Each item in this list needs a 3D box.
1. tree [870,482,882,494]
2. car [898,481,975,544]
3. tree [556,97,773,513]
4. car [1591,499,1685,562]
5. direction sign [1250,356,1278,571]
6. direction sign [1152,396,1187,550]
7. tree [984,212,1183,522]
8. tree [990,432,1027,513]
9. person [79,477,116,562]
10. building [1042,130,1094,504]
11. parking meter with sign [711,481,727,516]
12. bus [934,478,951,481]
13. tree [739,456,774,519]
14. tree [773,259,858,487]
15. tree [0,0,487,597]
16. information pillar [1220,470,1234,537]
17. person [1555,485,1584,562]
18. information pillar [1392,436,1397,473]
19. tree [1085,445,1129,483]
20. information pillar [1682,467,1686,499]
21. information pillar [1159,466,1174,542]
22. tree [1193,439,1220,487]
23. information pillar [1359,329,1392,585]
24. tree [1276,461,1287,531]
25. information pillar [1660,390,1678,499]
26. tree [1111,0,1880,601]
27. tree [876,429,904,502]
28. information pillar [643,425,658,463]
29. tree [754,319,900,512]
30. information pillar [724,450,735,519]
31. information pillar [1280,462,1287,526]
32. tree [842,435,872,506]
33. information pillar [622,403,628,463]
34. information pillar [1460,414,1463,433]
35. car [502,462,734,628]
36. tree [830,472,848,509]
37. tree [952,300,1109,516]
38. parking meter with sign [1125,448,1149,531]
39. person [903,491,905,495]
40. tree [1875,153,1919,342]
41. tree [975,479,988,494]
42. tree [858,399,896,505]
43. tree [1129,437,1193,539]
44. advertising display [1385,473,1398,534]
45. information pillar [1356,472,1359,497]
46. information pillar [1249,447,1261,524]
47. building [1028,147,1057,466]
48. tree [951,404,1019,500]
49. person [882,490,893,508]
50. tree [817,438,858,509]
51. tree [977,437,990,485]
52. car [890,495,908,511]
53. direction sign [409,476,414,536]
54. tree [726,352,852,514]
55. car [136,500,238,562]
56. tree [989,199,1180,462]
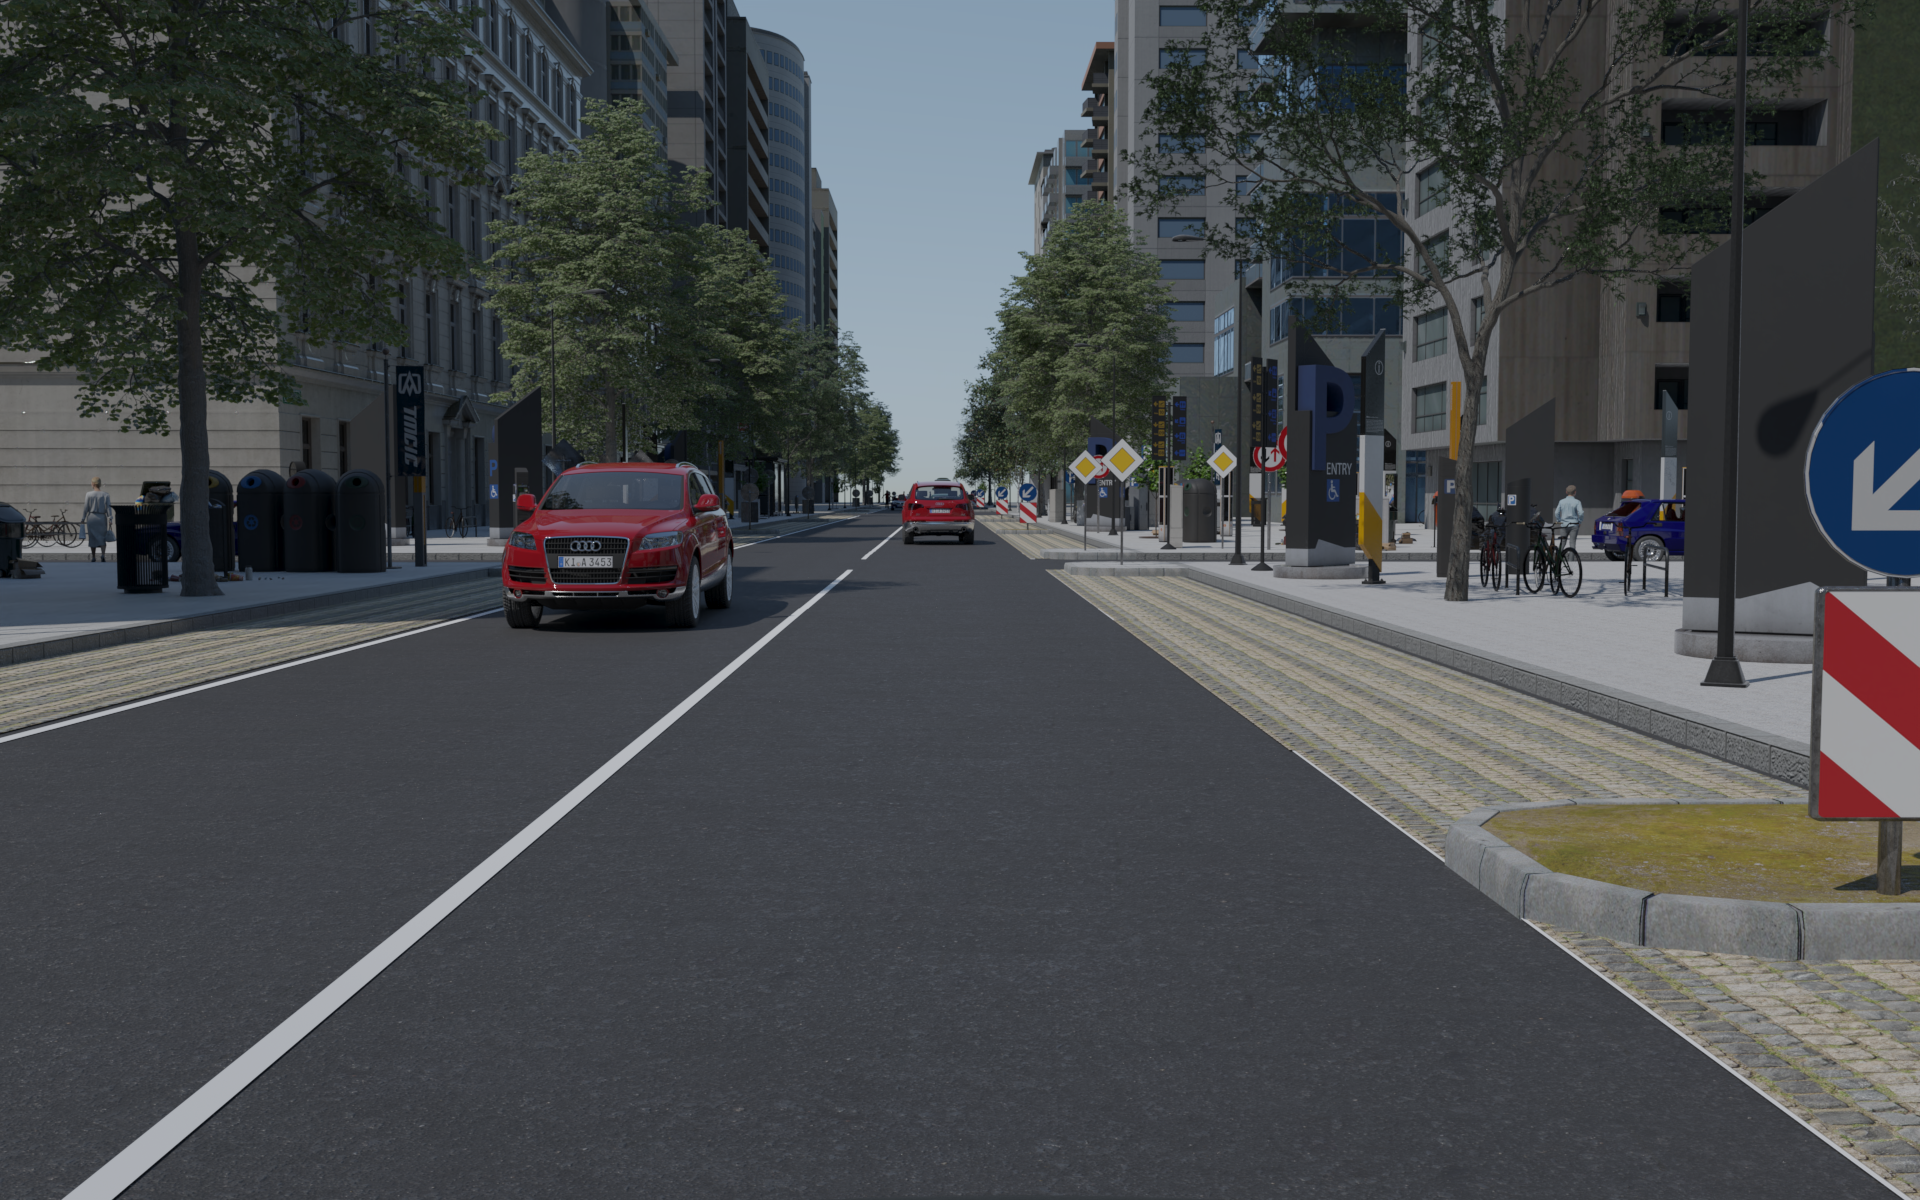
[{"bbox_3d":[-11.960,-15.655,250.552,1.663,3.219,1.824,0,3,0],"label":"tree"},{"bbox_3d":[-0.674,-2.576,50.787,2.281,1.827,5.304,0,4,-3],"label":"car"},{"bbox_3d":[-10.059,-8.047,49.694,7.486,12.596,7.792,0,3,0],"label":"tree"},{"bbox_3d":[15.130,-1.404,35.539,3.894,1.354,1.945,0,4,0],"label":"car"},{"bbox_3d":[5.065,-2.258,28.919,0.379,3.537,0.876,3,4,38],"label":"direction sign"},{"bbox_3d":[4.826,-2.937,40.016,0.876,3.537,0.379,-1,4,-20],"label":"direction sign"},{"bbox_3d":[5.468,-10.593,79.852,9.857,13.997,8.962,0,3,0],"label":"tree"},{"bbox_3d":[4.975,-11.654,140.899,4.737,8.622,4.395,0,3,0],"label":"tree"},{"bbox_3d":[-17.455,-1.598,34.981,0.694,1.780,0.624,-1,4,-18],"label":"person"},{"bbox_3d":[22.367,-37.286,229.238,23.786,49.044,30.456,0,4,-1],"label":"building"},{"bbox_3d":[-14.417,-6.528,102.999,0.543,3.016,1.738,-3,5,-43],"label":"parking meter with sign"},{"bbox_3d":[-2.571,-16.354,258.933,2.896,3.916,12.252,0,4,0],"label":"bus"},{"bbox_3d":[-10.450,-5.770,88.936,1.663,3.219,1.824,0,3,0],"label":"tree"},{"bbox_3d":[-9.830,-9.490,73.292,7.486,12.596,7.792,0,3,0],"label":"tree"},{"bbox_3d":[-9.460,-6.296,21.069,7.486,12.596,7.792,0,3,0],"label":"tree"},{"bbox_3d":[8.038,-2.918,52.194,0.304,2.012,0.304,2,4,29],"label":"information pillar"},{"bbox_3d":[12.028,-1.458,34.155,0.330,1.601,0.589,-3,5,-43],"label":"person"},{"bbox_3d":[15.267,-4.298,61.622,0.504,3.616,0.183,-1,4,-16],"label":"information pillar"},{"bbox_3d":[7.462,-6.452,89.211,4.285,4.588,4.351,0,3,0],"label":"tree"},{"bbox_3d":[19.998,-2.628,47.452,0.304,2.012,0.304,-3,4,-37],"label":"information pillar"},{"bbox_3d":[5.487,-2.542,46.054,0.304,2.012,0.304,-1,4,-23],"label":"information pillar"},{"bbox_3d":[8.508,-4.070,61.152,1.663,3.219,1.824,0,3,0],"label":"tree"},{"bbox_3d":[5.840,-2.029,24.532,0.504,3.616,0.183,-3,5,-43],"label":"information pillar"},{"bbox_3d":[11.773,-4.019,60.312,1.663,3.219,1.824,0,3,0],"label":"tree"},{"bbox_3d":[16.092,-2.935,39.347,0.504,3.616,0.183,-2,4,-34],"label":"information pillar"},{"bbox_3d":[5.895,-5.245,20.169,8.767,10.594,7.601,1,4,8],"label":"tree"},{"bbox_3d":[-12.528,-20.925,267.874,9.928,11.665,9.643,0,3,0],"label":"tree"},{"bbox_3d":[-10.219,-4.021,57.100,0.504,3.616,0.183,-1,4,-14],"label":"information pillar"},{"bbox_3d":[-11.068,-13.450,126.559,9.857,13.997,8.962,0,3,0],"label":"tree"},{"bbox_3d":[-11.708,-5.904,87.891,0.504,3.616,0.183,0,4,-3],"label":"information pillar"},{"bbox_3d":[13.141,-4.780,69.511,0.504,3.616,0.183,3,4,38],"label":"information pillar"},{"bbox_3d":[-11.730,-14.625,189.483,4.737,8.622,4.395,0,3,0],"label":"tree"},{"bbox_3d":[-8.706,-3.284,45.056,0.183,3.616,0.504,0,4,-5],"label":"information pillar"},{"bbox_3d":[14.697,-3.655,51.107,0.183,3.616,0.504,-1,4,-19],"label":"information pillar"},{"bbox_3d":[-3.865,-0.707,20.237,2.281,1.827,5.304,0,4,-1],"label":"car"},{"bbox_3d":[-10.752,-9.483,149.649,1.663,3.219,1.824,0,3,0],"label":"tree"},{"bbox_3d":[4.677,-11.279,101.419,9.611,12.733,9.660,0,3,0],"label":"tree"},{"bbox_3d":[6.305,-3.985,61.410,0.543,3.016,1.738,2,4,34],"label":"parking meter with sign"},{"bbox_3d":[-8.506,-15.643,263.900,0.705,1.869,1.348,1,4,16],"label":"person"},{"bbox_3d":[15.832,-4.615,25.816,4.360,8.622,3.978,0,3,0],"label":"tree"},{"bbox_3d":[2.983,-15.493,247.913,1.663,3.219,1.824,0,3,0],"label":"tree"},{"bbox_3d":[-11.013,-17.569,205.378,7.486,12.596,7.792,0,3,0],"label":"tree"},{"bbox_3d":[5.560,-3.399,50.173,1.663,3.219,1.824,0,3,0],"label":"tree"},{"bbox_3d":[13.467,-2.990,54.107,0.123,1.923,0.974,0,4,-2],"label":"advertising display"},{"bbox_3d":[13.204,-3.288,58.247,0.304,2.012,0.304,-1,4,-9],"label":"information pillar"},{"bbox_3d":[11.944,-4.804,69.895,0.504,3.616,0.183,1,4,12],"label":"information pillar"},{"bbox_3d":[25.147,-40.982,259.285,28.713,52.752,27.495,0,4,-1],"label":"building"},{"bbox_3d":[4.119,-16.459,179.467,12.009,13.543,11.850,0,3,0],"label":"tree"},{"bbox_3d":[-7.236,-10.013,172.175,1.348,1.831,0.705,2,4,24],"label":"person"},{"bbox_3d":[-10.648,-11.916,145.187,4.360,8.622,3.978,0,3,0],"label":"tree"},{"bbox_3d":[3.975,-12.575,155.956,4.737,8.622,4.395,0,3,0],"label":"tree"},{"bbox_3d":[-5.186,-8.519,151.859,1.945,1.354,3.894,0,4,-1],"label":"car"},{"bbox_3d":[-16.855,-3.760,53.467,0.876,3.537,0.379,2,4,33],"label":"direction sign"},{"bbox_3d":[-10.913,-10.717,109.637,8.767,10.594,7.601,0,4,2],"label":"tree"},{"bbox_3d":[-14.793,-1.402,35.501,3.894,1.354,1.945,0,4,-1],"label":"car"},{"bbox_3d":[4.842,-9.129,67.388,7.486,12.596,7.792,0,3,0],"label":"tree"}]
